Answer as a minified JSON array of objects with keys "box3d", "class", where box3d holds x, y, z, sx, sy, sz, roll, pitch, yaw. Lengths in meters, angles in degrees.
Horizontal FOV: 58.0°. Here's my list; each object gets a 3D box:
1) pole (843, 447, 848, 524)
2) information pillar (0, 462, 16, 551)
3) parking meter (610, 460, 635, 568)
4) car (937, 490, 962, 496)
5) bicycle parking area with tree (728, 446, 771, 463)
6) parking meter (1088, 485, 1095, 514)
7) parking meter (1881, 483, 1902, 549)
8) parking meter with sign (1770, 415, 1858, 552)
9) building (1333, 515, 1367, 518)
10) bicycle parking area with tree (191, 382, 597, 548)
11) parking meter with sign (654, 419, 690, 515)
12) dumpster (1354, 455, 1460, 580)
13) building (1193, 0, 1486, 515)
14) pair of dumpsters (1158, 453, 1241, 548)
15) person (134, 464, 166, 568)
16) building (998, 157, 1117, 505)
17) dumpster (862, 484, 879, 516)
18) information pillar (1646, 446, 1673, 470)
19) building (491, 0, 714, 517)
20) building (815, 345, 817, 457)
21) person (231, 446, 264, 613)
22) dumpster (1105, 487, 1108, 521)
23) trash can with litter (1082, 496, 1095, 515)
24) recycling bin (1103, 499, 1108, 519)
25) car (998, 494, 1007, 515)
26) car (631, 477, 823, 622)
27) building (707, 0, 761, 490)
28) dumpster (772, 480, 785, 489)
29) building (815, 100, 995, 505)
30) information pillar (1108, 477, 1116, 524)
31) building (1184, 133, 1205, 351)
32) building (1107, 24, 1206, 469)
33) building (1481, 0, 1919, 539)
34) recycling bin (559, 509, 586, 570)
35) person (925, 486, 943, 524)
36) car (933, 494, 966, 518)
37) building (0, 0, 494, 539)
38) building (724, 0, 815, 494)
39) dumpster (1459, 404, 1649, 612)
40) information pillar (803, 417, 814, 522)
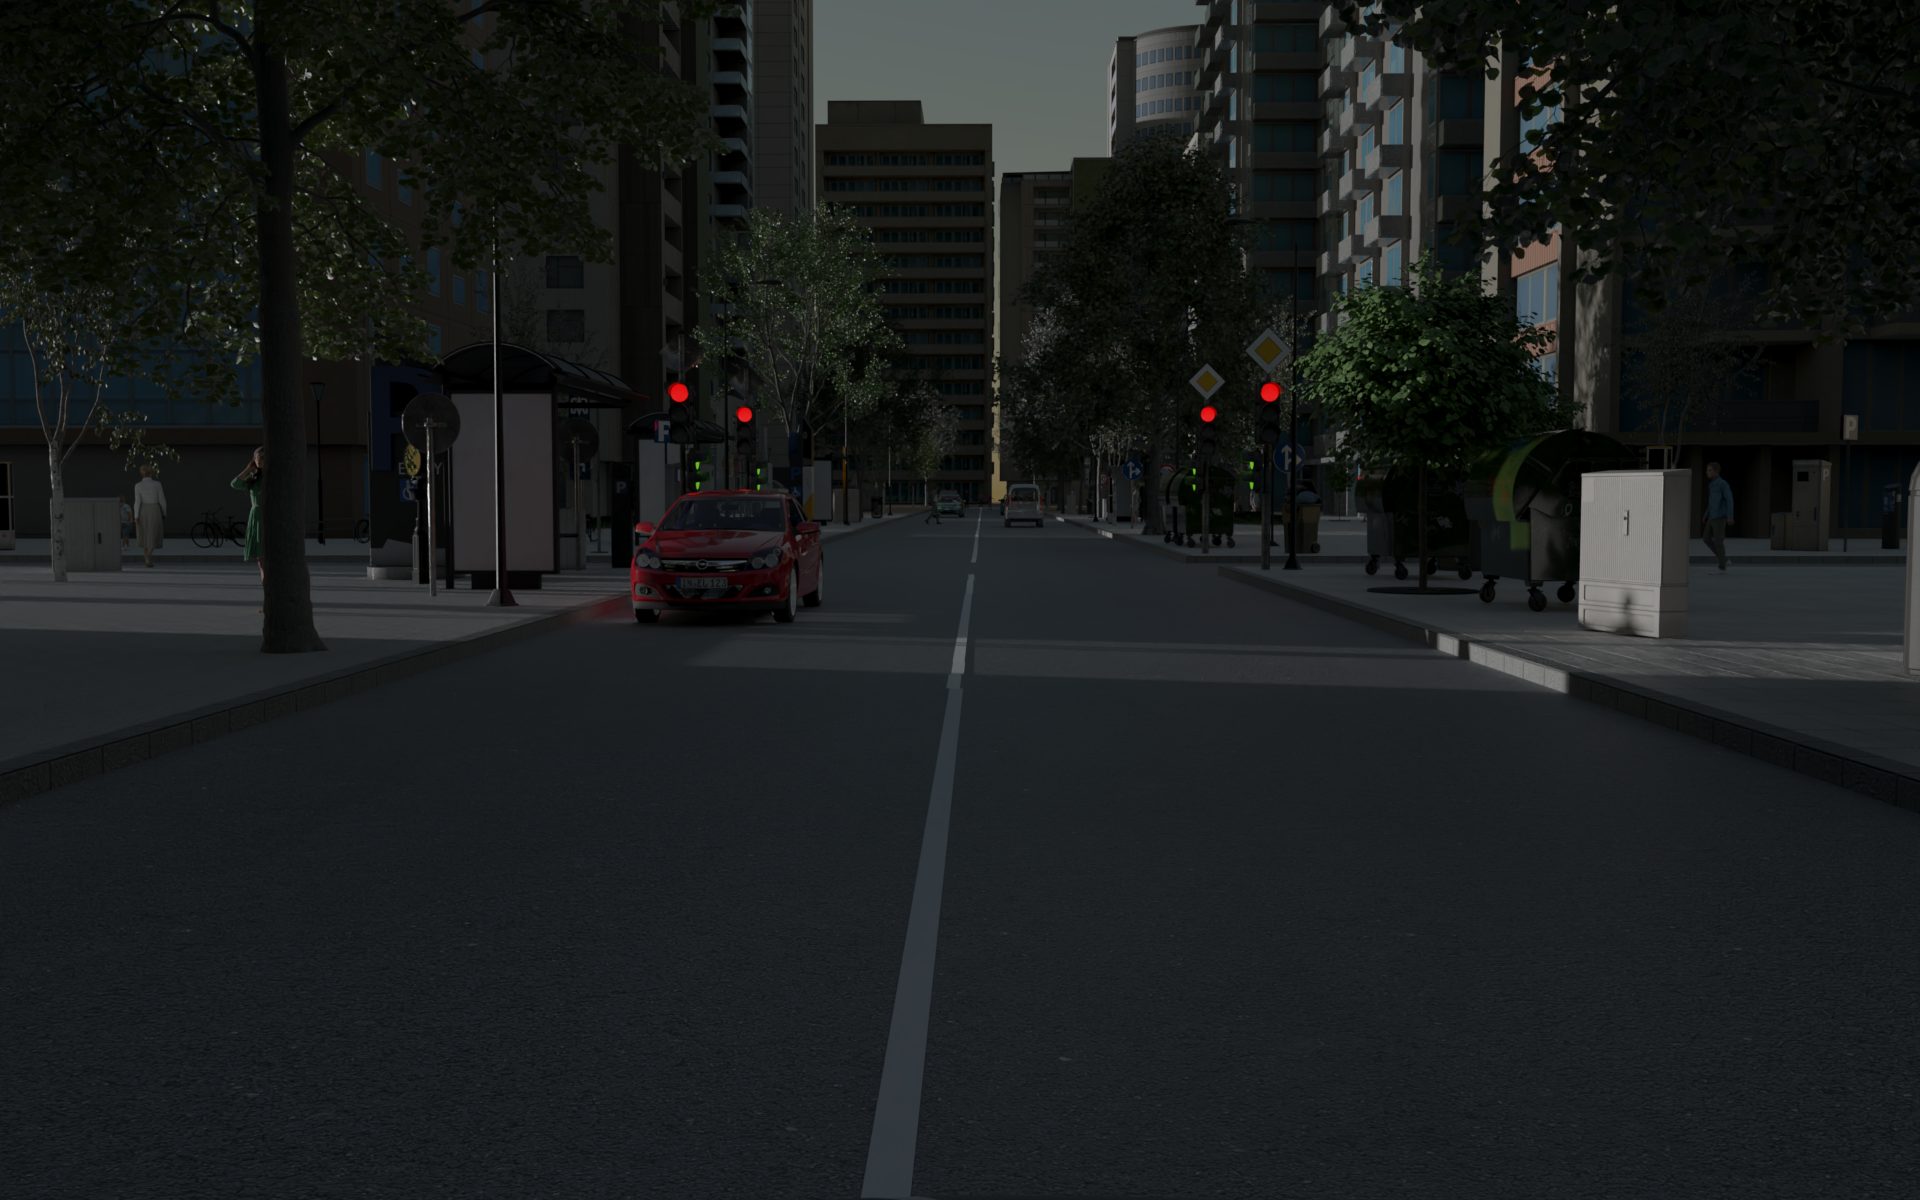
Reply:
[{"box3d":[-4.973,-4.977,75.223,0.158,3.312,0.155,0,3,0],"class":"pole"},{"box3d":[-21.691,-2.132,39.342,0.304,2.012,0.304,-1,4,-14],"class":"information pillar"},{"box3d":[-5.847,-1.489,30.050,0.399,1.863,0.255,0,4,-5],"class":"parking meter"},{"box3d":[-0.999,-8.803,152.608,2.281,1.827,5.304,0,4,-1],"class":"car"},{"box3d":[-12.745,-7.242,105.408,9.016,4.147,8.231,2,4,35],"class":"bicycle parking area with tree"},{"box3d":[8.529,-6.515,112.230,0.399,1.863,0.255,-2,4,-30],"class":"parking meter"},{"box3d":[21.691,-1.952,40.326,0.372,1.533,0.369,0,3,0],"class":"parking meter"},{"box3d":[19.143,-2.610,38.934,0.543,3.016,1.738,-2,4,-33],"class":"parking meter with sign"},{"box3d":[32.028,-28.987,93.544,23.786,49.044,30.456,0,4,1],"class":"building"},{"box3d":[-13.963,-3.473,43.781,8.231,4.147,9.016,2,4,25],"class":"bicycle parking area with tree"},{"box3d":[-6.517,-2.667,39.865,0.543,3.016,1.738,-2,4,-27],"class":"parking meter with sign"},{"box3d":[6.992,-1.469,26.512,1.502,2.255,1.985,0,4,1],"class":"dumpster"},{"box3d":[30.553,-31.643,136.970,23.786,49.044,30.456,0,4,1],"class":"building"},{"box3d":[5.918,-2.478,43.008,1.574,2.255,4.437,0,4,1],"class":"pair of dumpsters"},{"box3d":[-14.085,-1.456,30.074,0.478,1.798,0.641,0,4,-7],"class":"person"},{"box3d":[11.827,-32.386,213.103,14.086,41.232,14.154,0,4,1],"class":"building"},{"box3d":[-5.517,-5.991,103.704,1.264,1.857,1.865,0,4,1],"class":"dumpster"},{"box3d":[10.813,-1.366,26.830,0.304,2.012,0.304,3,4,38],"class":"information pillar"},{"box3d":[-20.741,-19.370,88.395,14.160,30.474,14.107,0,4,1],"class":"building"},{"box3d":[-32.453,-23.032,221.614,28.899,21.520,27.650,0,4,1],"class":"building"},{"box3d":[-7.455,-0.756,18.644,0.600,1.795,0.529,0,3,0],"class":"person"},{"box3d":[7.454,-4.592,80.830,1.264,1.857,1.865,0,4,1],"class":"dumpster"},{"box3d":[7.919,-5.919,108.156,1.055,1.170,0.624,2,4,31],"class":"trash can with litter"},{"box3d":[7.877,-4.746,90.156,0.722,1.027,0.722,1,4,23],"class":"recycling bin"},{"box3d":[3.641,-6.459,117.406,2.131,1.459,4.920,0,4,1],"class":"car"},{"box3d":[-2.699,-0.713,20.691,2.155,1.783,4.494,0,4,2],"class":"car"},{"box3d":[-25.920,-49.776,126.502,22.319,86.520,31.000,0,4,1],"class":"building"},{"box3d":[-7.672,-3.874,69.100,1.264,1.857,1.865,0,4,1],"class":"dumpster"},{"box3d":[-6.527,-36.273,216.758,21.600,48.544,21.300,0,4,1],"class":"building"},{"box3d":[6.457,-4.237,73.764,0.304,2.012,0.304,0,4,-3],"class":"information pillar"},{"box3d":[34.770,-28.923,164.766,32.217,40.220,23.993,0,4,1],"class":"building"},{"box3d":[33.022,-41.216,215.887,28.212,58.520,21.231,0,4,1],"class":"building"},{"box3d":[31.623,-24.653,57.696,28.867,44.769,22.147,0,4,1],"class":"building"},{"box3d":[-6.853,-1.042,29.589,0.722,1.027,0.722,-2,4,-34],"class":"recycling bin"},{"box3d":[-1.239,-4.496,82.109,0.850,1.850,0.679,0,4,-1],"class":"person"},{"box3d":[-0.681,-5.753,105.857,2.131,1.459,4.920,0,4,2],"class":"car"},{"box3d":[-23.869,-24.769,55.080,14.600,45.320,14.200,0,4,1],"class":"building"},{"box3d":[-25.144,-44.551,166.657,20.611,71.187,20.563,0,4,1],"class":"building"},{"box3d":[6.706,-1.044,19.562,1.502,2.255,1.985,0,4,1],"class":"dumpster"},{"box3d":[-4.598,-3.736,52.432,0.183,3.616,0.504,-3,5,-39],"class":"information pillar"}]
